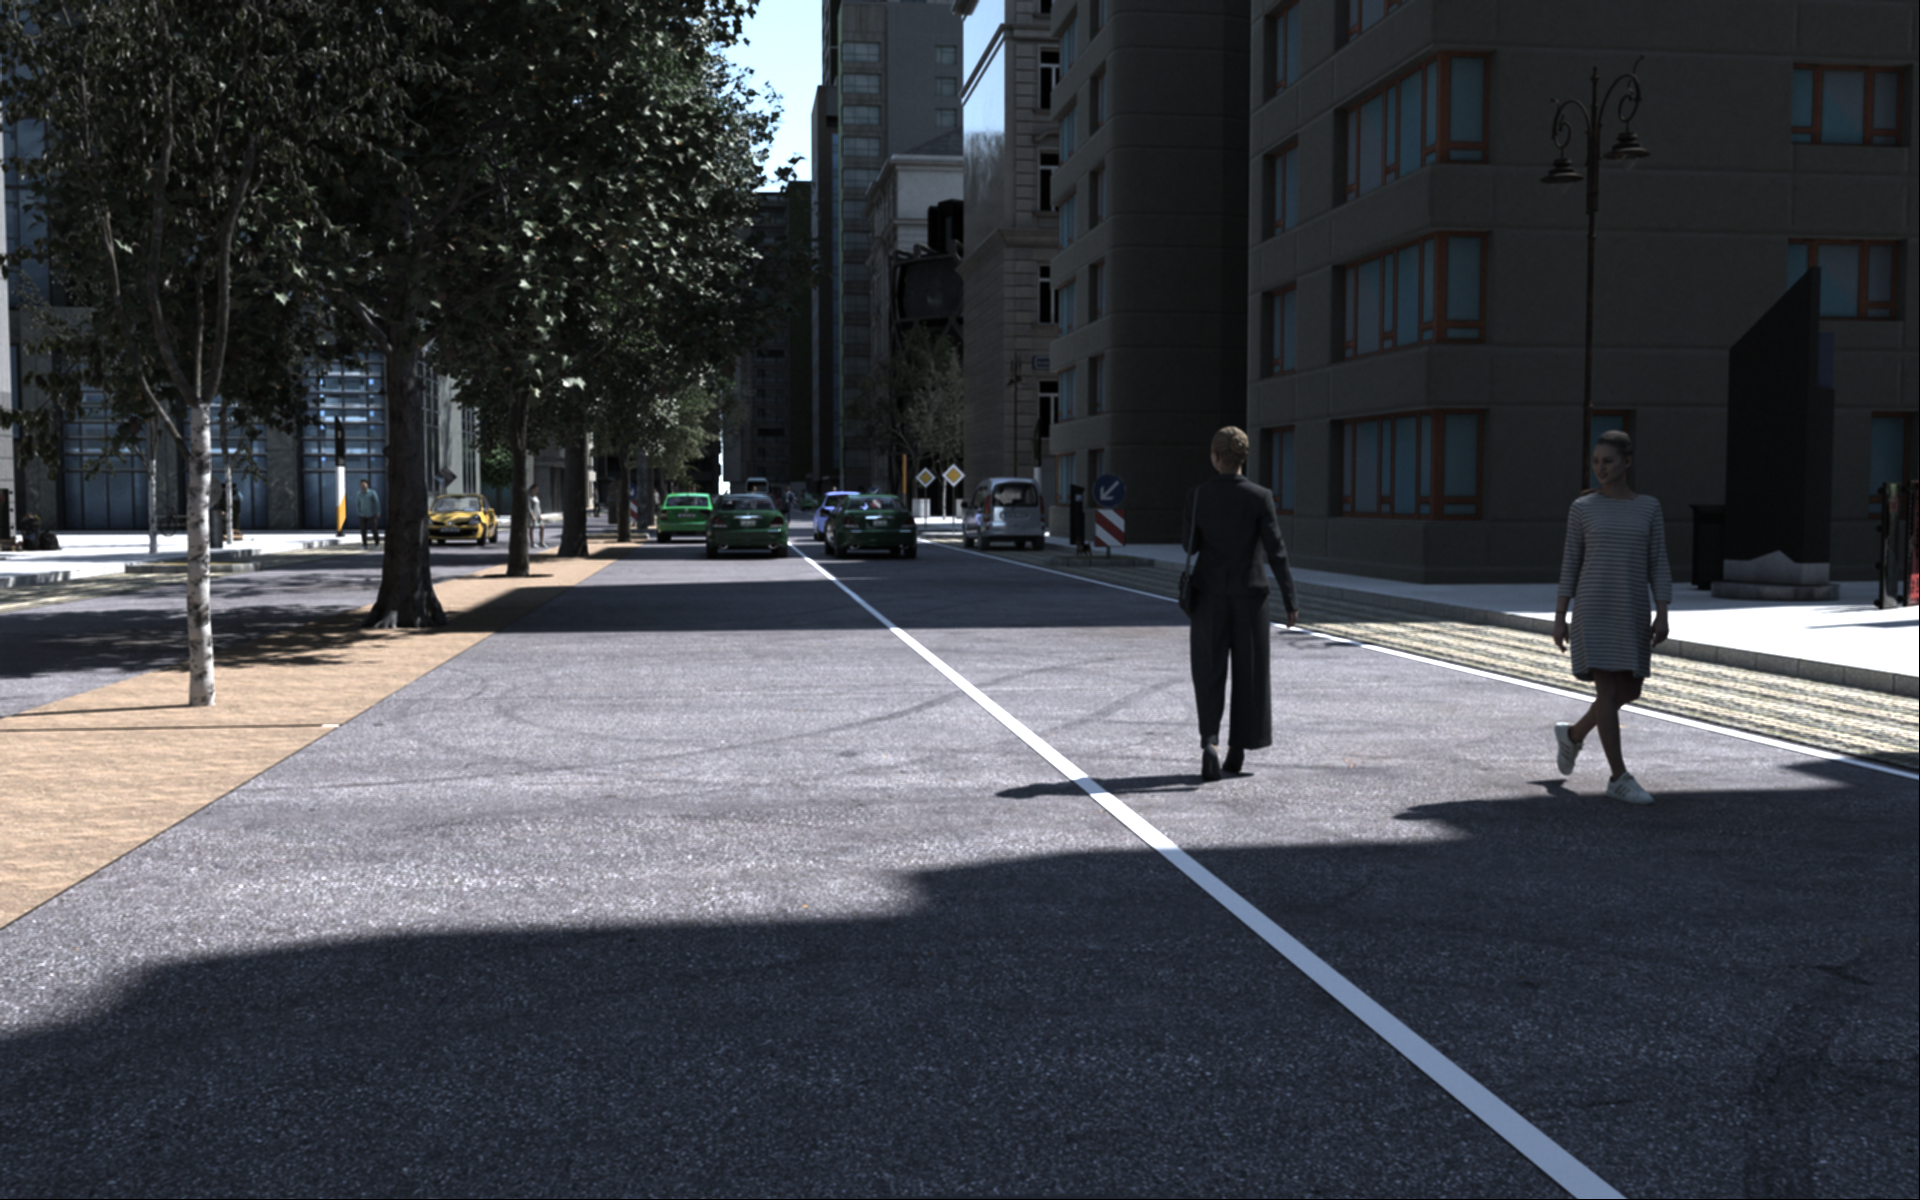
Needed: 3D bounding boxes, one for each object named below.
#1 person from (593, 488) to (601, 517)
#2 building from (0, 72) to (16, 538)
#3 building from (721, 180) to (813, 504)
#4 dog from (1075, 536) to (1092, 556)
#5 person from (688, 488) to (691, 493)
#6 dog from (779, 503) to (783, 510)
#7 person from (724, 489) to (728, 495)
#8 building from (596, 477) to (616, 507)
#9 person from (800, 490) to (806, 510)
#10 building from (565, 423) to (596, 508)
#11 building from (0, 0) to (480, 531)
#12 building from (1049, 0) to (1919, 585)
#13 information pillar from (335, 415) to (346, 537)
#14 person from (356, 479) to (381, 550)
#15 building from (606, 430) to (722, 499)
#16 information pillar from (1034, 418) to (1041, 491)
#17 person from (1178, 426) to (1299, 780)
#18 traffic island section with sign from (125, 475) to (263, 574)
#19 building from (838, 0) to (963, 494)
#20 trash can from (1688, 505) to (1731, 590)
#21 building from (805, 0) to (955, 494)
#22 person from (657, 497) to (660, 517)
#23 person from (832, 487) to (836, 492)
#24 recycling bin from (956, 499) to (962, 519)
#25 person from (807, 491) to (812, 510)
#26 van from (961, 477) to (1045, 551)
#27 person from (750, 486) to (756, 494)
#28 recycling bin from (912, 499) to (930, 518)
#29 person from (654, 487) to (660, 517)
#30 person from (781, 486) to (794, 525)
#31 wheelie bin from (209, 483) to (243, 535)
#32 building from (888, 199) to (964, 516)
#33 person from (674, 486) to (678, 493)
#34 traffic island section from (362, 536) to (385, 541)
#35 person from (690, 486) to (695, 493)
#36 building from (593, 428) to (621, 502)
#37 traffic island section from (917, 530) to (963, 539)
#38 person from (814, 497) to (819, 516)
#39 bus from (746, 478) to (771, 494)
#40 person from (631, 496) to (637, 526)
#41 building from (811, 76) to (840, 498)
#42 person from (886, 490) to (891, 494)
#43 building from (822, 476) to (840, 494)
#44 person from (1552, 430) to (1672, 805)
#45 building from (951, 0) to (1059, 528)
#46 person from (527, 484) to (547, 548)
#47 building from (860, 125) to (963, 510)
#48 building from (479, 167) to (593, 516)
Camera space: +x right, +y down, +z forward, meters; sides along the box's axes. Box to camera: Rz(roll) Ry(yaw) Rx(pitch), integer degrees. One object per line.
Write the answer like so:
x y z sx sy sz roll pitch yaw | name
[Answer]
-22.314 -5.975 106.375 0.473 1.802 0.592 2 4 25 | person
-38.818 -30.384 38.781 28.212 58.520 21.231 0 4 -8 | building
-24.398 -33.276 227.663 14.086 41.232 14.154 0 4 -8 | building
2.706 -1.134 37.825 0.406 0.507 0.540 0 4 -2 | dog
-15.577 -5.565 99.827 0.374 1.781 0.599 2 4 28 | person
-13.121 -6.610 124.904 0.800 0.831 0.513 0 4 1 | dog
-19.321 -8.296 144.013 0.599 1.838 0.709 1 4 23 | person
-51.677 -29.524 174.599 32.217 40.220 23.993 0 4 -8 | building
-14.173 -9.068 156.758 0.705 1.824 1.348 2 4 23 | person
-46.625 -18.601 149.165 27.650 21.520 28.899 0 4 -8 | building
-32.443 -46.486 72.713 22.319 86.520 31.000 0 4 -8 | building
18.361 -11.926 40.027 27.650 21.520 28.899 0 4 -8 | building
-18.561 -3.701 51.862 0.183 3.616 0.504 0 4 3 | information pillar
-15.229 -2.210 44.652 0.660 1.820 0.620 0 4 2 | person
-42.633 -37.031 229.163 21.600 48.544 21.300 0 4 -8 | building
2.393 -3.793 53.373 0.183 3.616 0.504 -1 4 -15 | information pillar
1.393 0.009 8.773 0.576 1.772 0.534 0 4 -6 | person
-14.032 -1.425 31.920 1.989 1.847 2.006 0 4 -8 | traffic island section with sign
-3.478 -28.435 148.505 14.154 41.232 14.086 0 4 -8 | building
10.144 -0.707 23.206 0.748 1.137 0.748 0 3 0 | trash can
-7.645 -46.847 204.195 20.563 71.187 20.611 0 4 -8 | building
-18.840 -5.829 108.476 0.373 1.253 0.362 0 4 -5 | person
-5.789 -4.322 79.588 0.576 1.772 0.534 0 4 3 | person
0.187 -4.689 89.215 0.722 1.027 0.722 0 4 8 | recycling bin
-13.847 -9.088 158.026 0.436 1.711 0.756 -3 4 -38 | person
1.102 -2.325 45.030 2.013 2.044 4.112 0 4 -8 | van
-9.637 -4.439 81.180 0.767 1.812 0.694 1 4 17 | person
-2.096 -4.926 93.100 0.722 1.027 0.722 -3 5 -41 | recycling bin
-18.884 -6.031 106.960 0.661 1.843 0.795 -2 4 -27 | person
-8.143 -4.451 81.464 0.721 1.800 0.419 1 4 12 | person
-20.825 -2.525 49.194 0.693 1.594 0.980 3 5 42 | wheelie bin
3.882 -14.685 107.554 16.820 18.784 16.811 0 4 -8 | building
-10.778 -3.392 64.638 0.598 1.740 0.731 1 4 22 | person
-17.328 -1.941 54.021 2.009 0.180 2.903 0 4 -8 | traffic island section
-11.287 -3.943 73.243 0.678 1.792 0.850 -2 4 -28 | person
-53.705 -33.268 198.551 28.867 44.769 22.147 0 4 -8 | building
-0.189 -2.081 56.311 2.009 0.180 2.903 0 4 -8 | traffic island section
-9.383 -6.105 112.997 0.332 1.250 0.352 0 4 5 | person
-23.951 -12.866 205.223 2.948 3.499 13.247 0 4 -6 | bus
-14.606 -4.251 78.102 0.616 1.811 0.778 -2 4 -32 | person
-8.769 -32.856 187.306 14.600 45.320 14.200 0 4 -8 | building
-2.908 -3.643 69.871 0.330 1.601 0.589 -1 4 -16 | person
2.904 -29.195 169.224 32.217 40.220 23.993 0 4 -8 | building
3.078 0.059 8.292 0.466 1.731 0.760 -1 4 -20 | person
12.868 -16.788 71.750 25.104 27.353 12.463 0 4 -8 | building
-11.379 -2.251 46.304 0.522 1.701 0.512 1 4 20 | person
0.425 -20.840 128.129 14.401 28.519 23.554 0 4 -8 | building
-36.806 -30.133 112.275 23.786 49.044 30.456 0 4 -8 | building
